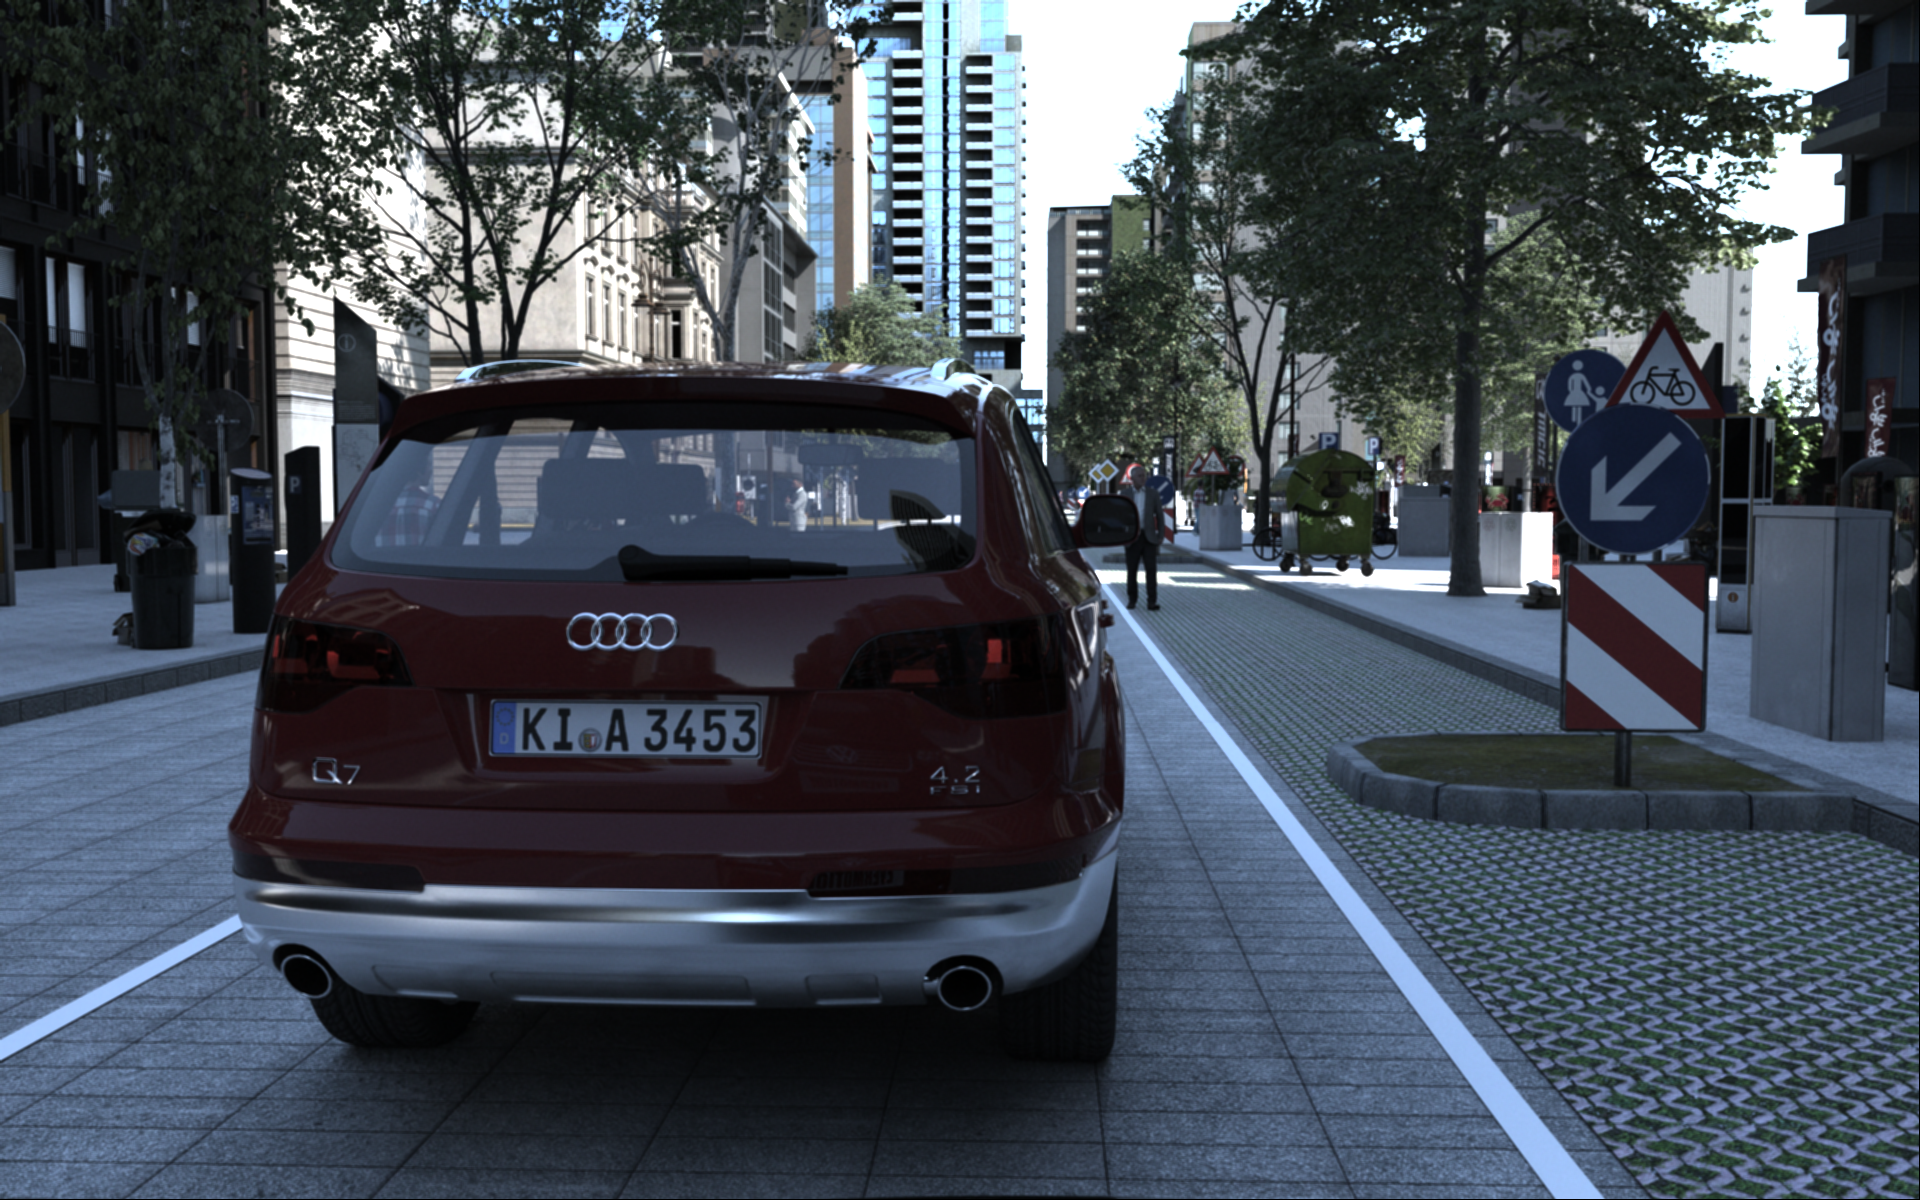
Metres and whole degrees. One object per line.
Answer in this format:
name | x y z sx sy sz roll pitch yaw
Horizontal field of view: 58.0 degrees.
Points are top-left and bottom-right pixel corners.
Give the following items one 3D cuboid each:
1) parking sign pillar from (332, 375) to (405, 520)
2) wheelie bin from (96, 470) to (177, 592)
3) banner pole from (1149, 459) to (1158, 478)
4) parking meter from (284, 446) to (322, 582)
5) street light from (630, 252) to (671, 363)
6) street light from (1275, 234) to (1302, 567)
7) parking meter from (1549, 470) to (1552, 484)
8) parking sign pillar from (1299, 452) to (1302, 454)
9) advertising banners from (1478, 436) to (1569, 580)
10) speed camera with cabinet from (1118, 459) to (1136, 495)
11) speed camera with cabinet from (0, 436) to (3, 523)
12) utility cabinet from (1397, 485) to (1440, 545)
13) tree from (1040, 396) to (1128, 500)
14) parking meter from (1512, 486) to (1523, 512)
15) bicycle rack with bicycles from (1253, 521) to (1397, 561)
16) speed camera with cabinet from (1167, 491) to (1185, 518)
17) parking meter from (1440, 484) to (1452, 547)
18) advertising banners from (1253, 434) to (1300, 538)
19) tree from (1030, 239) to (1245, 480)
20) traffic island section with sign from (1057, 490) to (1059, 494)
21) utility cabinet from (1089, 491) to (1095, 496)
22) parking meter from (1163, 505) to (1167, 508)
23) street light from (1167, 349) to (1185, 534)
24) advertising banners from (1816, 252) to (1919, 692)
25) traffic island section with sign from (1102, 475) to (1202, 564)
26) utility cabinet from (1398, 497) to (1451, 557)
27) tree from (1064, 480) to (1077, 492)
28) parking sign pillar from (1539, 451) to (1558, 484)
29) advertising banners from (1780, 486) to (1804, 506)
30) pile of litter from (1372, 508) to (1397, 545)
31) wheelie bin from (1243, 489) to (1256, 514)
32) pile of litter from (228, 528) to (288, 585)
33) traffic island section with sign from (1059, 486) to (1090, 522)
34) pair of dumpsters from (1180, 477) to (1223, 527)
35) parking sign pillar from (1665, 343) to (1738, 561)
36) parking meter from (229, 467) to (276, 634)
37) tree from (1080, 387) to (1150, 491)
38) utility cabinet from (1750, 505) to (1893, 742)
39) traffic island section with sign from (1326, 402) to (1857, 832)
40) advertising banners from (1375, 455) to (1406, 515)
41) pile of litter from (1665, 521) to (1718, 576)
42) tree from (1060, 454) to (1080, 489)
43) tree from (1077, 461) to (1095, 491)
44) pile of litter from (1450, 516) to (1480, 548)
parking sign pillar | -10.854 -2.651 31.816 1.447 3.967 1.447 1 4 18
wheelie bin | -10.866 -0.917 22.903 0.980 1.594 0.693 -1 4 -22
banner pole | 10.979 -6.634 98.486 0.863 3.779 0.401 -1 4 -14
parking meter | -8.060 -0.951 21.258 0.399 1.863 0.255 2 4 29
street light | -5.911 -3.700 33.276 0.468 5.910 1.993 0 4 2
street light | 5.841 -3.526 30.430 0.468 5.910 1.993 0 4 2
parking meter | 14.175 -2.169 41.174 0.255 1.863 0.399 0 4 -3
parking sign pillar | 17.181 -5.985 86.321 1.447 3.967 1.447 0 4 -7
advertising banners | 8.750 -1.810 25.775 2.074 3.025 0.090 1 4 11
speed camera with cabinet | 9.246 -6.040 93.087 0.660 3.252 2.038 3 4 38
speed camera with cabinet | -8.295 -1.132 12.838 0.660 3.252 2.038 3 4 39
utility cabinet | 11.377 -2.081 42.698 1.173 1.500 0.318 -1 4 -14
tree | 12.893 -16.408 178.642 12.009 13.543 11.850 0 3 0
parking meter | 17.109 -2.742 53.241 0.372 1.533 0.369 0 3 0
bicycle rack with bicycles | 7.136 -1.271 34.160 2.925 0.926 2.852 0 4 4
speed camera with cabinet | 11.395 -6.101 94.084 2.038 3.252 0.660 -3 5 -44
parking meter | 11.759 -2.042 41.796 0.372 1.533 0.369 0 3 0
advertising banners | 9.346 -3.363 51.175 0.090 3.025 2.074 -2 4 -28
tree | 8.180 -9.853 78.099 9.611 12.733 9.660 0 3 0
traffic island section with sign | 7.374 -6.584 116.279 1.989 1.847 2.006 0 4 2
utility cabinet | 9.908 -7.380 129.343 0.318 1.500 1.173 -1 4 -16
parking meter | 11.422 -5.585 97.026 0.399 1.863 0.255 -2 4 -34
street light | 6.898 -5.054 55.422 0.468 5.910 1.993 0 4 2
advertising banners | 6.342 -0.973 12.095 0.090 3.025 2.074 0 4 7
traffic island section with sign | 4.003 -1.694 36.331 1.989 1.847 2.006 0 4 2
utility cabinet | 9.541 -1.493 35.576 1.020 1.237 0.306 1 4 17
tree | 13.940 -13.399 213.679 1.663 3.219 1.824 0 3 0
parking sign pillar | 32.442 -6.510 94.914 1.447 3.967 1.447 3 5 44
advertising banners | 13.523 -1.870 26.756 0.090 3.025 2.074 -1 4 -21
pile of litter | 10.905 -1.864 44.440 1.176 0.858 1.719 -2 4 -35
wheelie bin | 19.037 -6.468 113.662 0.980 1.594 0.693 -1 4 -9
pile of litter | -10.154 -0.681 25.098 1.176 0.858 1.719 0 4 6
traffic island section with sign | 6.233 -4.937 89.347 1.989 1.847 2.006 0 4 2
pair of dumpsters | 9.780 -4.084 69.272 1.574 2.255 4.437 0 4 2
parking sign pillar | 13.666 -2.634 31.544 1.447 3.967 1.447 0 4 3
parking meter | -6.541 -0.466 16.028 0.372 1.533 0.369 0 3 0
tree | 9.810 -9.342 103.101 4.360 8.622 3.978 0 3 0
utility cabinet | 4.674 0.105 9.440 0.306 1.237 1.020 0 4 2
traffic island section with sign | 2.838 0.021 8.282 1.989 1.847 2.006 0 4 2
advertising banners | 19.107 -5.013 78.143 2.074 3.025 0.090 2 4 35
pile of litter | 11.603 -0.839 27.680 1.176 0.858 1.719 3 5 44
tree | 10.178 -11.589 139.849 4.360 8.622 3.978 0 3 0
tree | 12.472 -10.787 160.082 4.285 4.588 4.351 0 3 0
pile of litter | 11.640 -1.509 38.645 1.176 0.858 1.719 -1 4 -15
